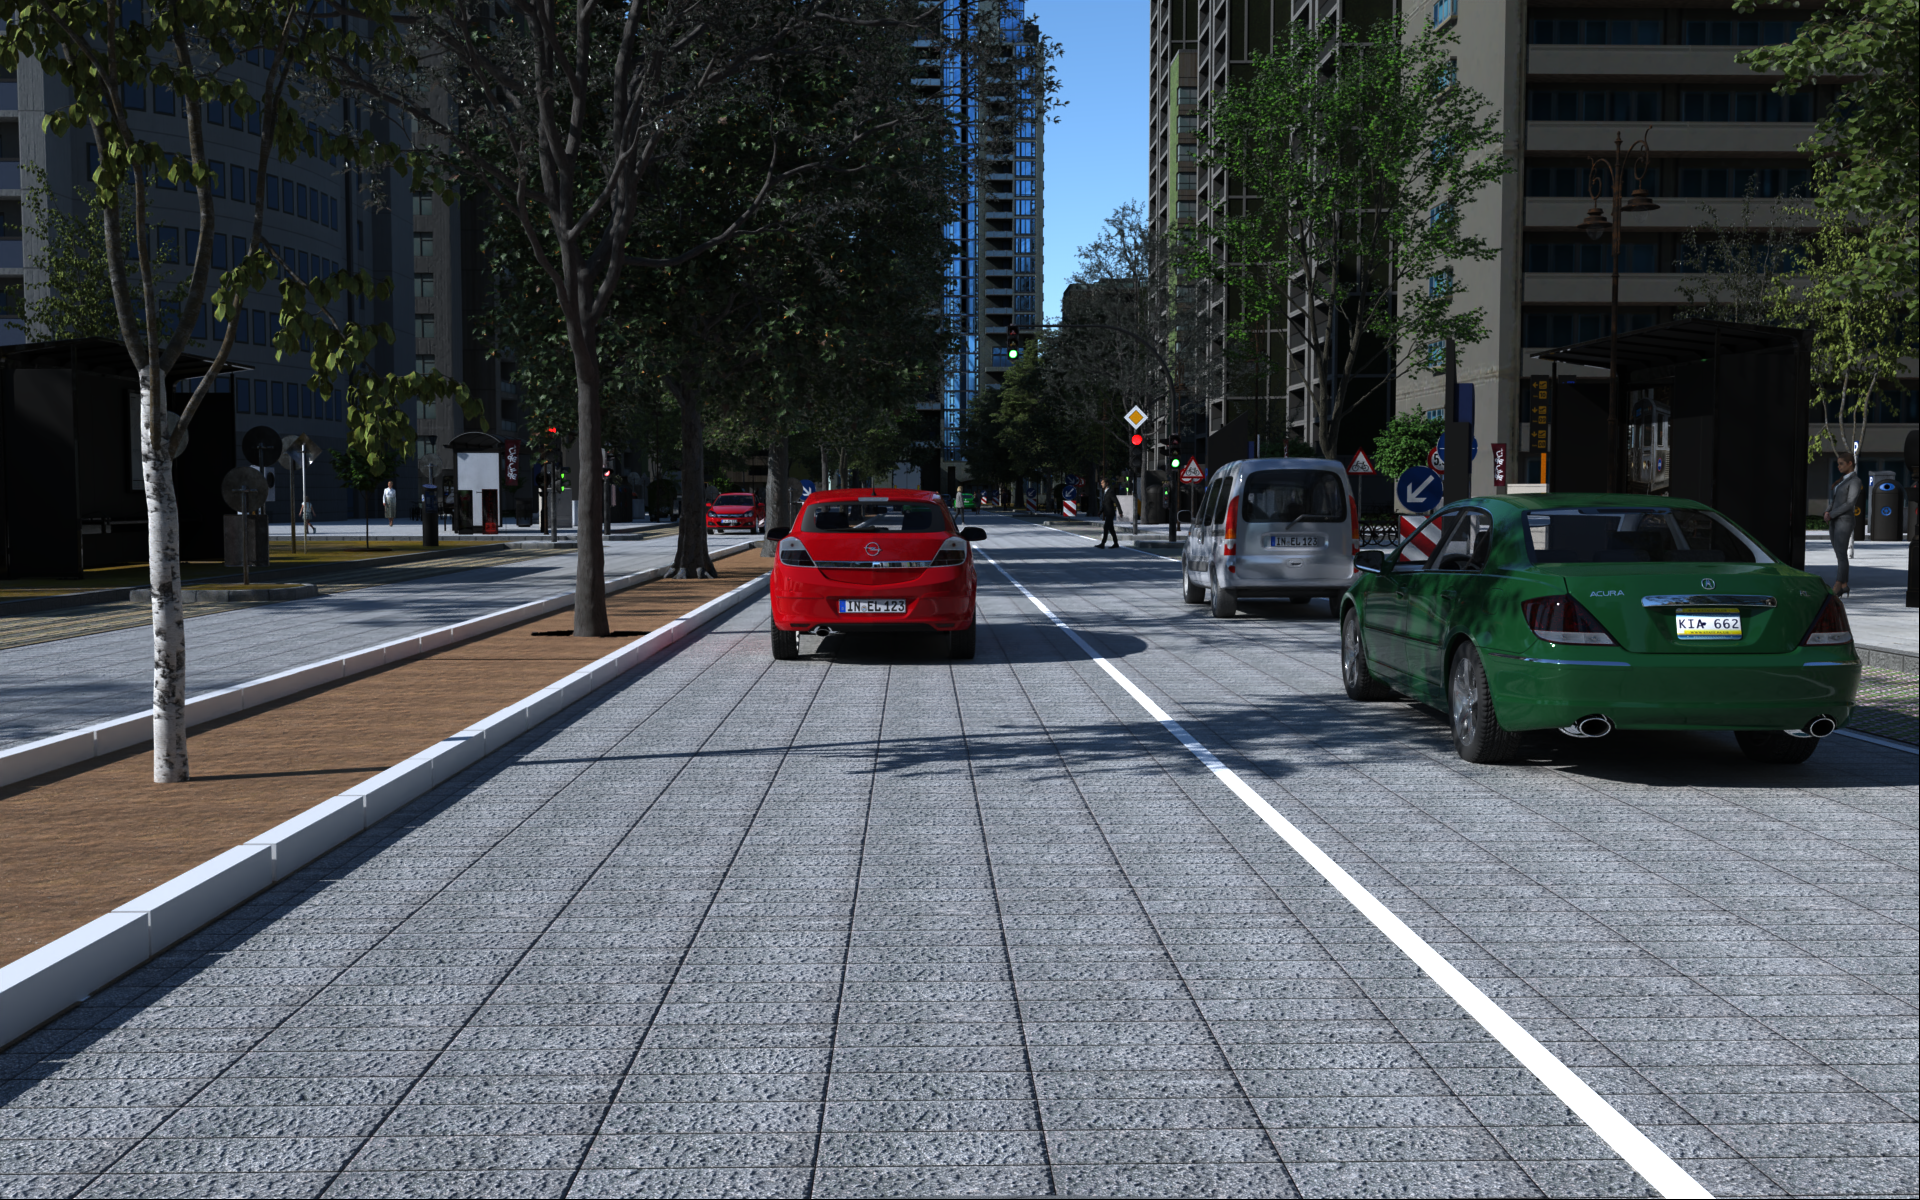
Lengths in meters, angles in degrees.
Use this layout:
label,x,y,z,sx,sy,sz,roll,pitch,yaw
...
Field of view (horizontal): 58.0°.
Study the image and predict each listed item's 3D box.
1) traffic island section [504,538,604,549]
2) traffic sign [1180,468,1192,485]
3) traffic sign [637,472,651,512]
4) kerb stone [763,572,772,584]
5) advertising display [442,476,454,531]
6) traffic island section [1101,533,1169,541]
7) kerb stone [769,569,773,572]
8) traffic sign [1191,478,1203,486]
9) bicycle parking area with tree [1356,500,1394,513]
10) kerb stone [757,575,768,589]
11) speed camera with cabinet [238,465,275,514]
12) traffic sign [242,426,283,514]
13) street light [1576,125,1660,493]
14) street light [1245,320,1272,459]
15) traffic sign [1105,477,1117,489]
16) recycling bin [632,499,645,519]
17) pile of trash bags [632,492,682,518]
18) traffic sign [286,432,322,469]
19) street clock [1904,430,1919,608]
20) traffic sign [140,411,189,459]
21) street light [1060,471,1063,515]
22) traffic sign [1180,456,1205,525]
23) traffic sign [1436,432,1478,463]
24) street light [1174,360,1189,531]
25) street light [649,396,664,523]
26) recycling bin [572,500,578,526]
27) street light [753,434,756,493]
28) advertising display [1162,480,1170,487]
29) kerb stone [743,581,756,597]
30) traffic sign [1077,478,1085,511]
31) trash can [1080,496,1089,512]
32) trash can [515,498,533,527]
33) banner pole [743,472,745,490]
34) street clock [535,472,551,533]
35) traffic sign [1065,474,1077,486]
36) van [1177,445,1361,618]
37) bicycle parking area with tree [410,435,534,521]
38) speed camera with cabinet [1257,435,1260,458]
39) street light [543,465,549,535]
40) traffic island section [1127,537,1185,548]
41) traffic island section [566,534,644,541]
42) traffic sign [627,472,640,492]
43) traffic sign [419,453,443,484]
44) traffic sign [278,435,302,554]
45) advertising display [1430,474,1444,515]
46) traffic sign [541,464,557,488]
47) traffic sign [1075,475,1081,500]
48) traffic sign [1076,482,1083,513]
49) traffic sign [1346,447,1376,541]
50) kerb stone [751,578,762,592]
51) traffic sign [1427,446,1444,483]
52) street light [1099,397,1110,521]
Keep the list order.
label,x,y,z,sx,sy,sz,roll,pitch,yaw
traffic island section,-10.883,-1.473,46.359,2.009,0.180,2.903,0,4,-1
traffic sign,10.910,-5.102,83.519,0.768,2.556,0.104,0,4,0
traffic sign,-18.443,-6.189,101.194,0.884,2.594,0.081,0,4,-1
kerb stone,-3.085,-0.312,27.341,0.120,0.150,1.000,0,4,-1
advertising display,-17.588,-3.386,60.569,0.974,1.923,0.123,-2,4,-31
traffic island section,5.557,-1.986,54.745,2.009,0.180,2.903,0,4,-1
kerb stone,-3.106,-0.372,28.363,0.120,0.150,1.000,0,4,-1
traffic sign,11.588,-5.217,85.407,0.768,2.556,0.104,0,4,5
bicycle parking area with tree,26.099,-6.848,98.964,9.016,4.147,8.231,0,4,4
kerb stone,-3.056,-0.249,26.312,0.120,0.150,1.000,0,4,-1
speed camera with cabinet,-22.635,-3.736,55.423,0.660,3.252,2.038,0,4,3
traffic sign,-13.008,-1.969,32.301,0.768,2.556,0.104,0,4,1
street light,8.388,-3.024,22.231,0.468,5.910,1.993,0,4,-1
street light,7.819,-4.459,45.695,0.468,5.910,1.993,0,4,-1
traffic sign,9.203,-6.481,106.068,0.768,2.556,0.104,0,4,4
recycling bin,-16.805,-4.709,89.545,0.722,1.027,0.722,3,5,40
pile of trash bags,-16.337,-5.127,93.578,3.447,1.369,1.912,0,4,4
traffic sign,-14.005,-2.278,36.985,0.795,2.593,0.064,0,4,1
street clock,10.856,-0.917,19.571,0.471,2.002,0.358,-3,5,-40
traffic sign,-12.112,-1.606,26.366,0.768,2.556,0.104,0,4,4
street light,6.245,-8.160,106.203,0.468,5.910,1.993,0,4,-1
traffic sign,7.860,-3.582,58.568,0.884,2.594,0.081,0,3,0
traffic sign,9.494,-2.022,33.159,0.768,2.556,0.104,0,4,6
street light,7.559,-5.316,59.708,0.468,5.910,1.993,0,4,-1
street light,-13.590,-6.423,77.799,0.468,5.910,1.993,0,4,-1
recycling bin,-15.197,-3.483,69.494,0.722,1.027,0.722,-1,4,-21
street light,-14.907,-9.297,124.792,0.468,5.910,1.993,0,4,-1
advertising display,9.596,-4.601,80.437,0.123,1.923,0.974,-1,4,-16
kerb stone,-3.005,-0.126,24.262,0.120,0.150,1.000,0,4,-1
traffic sign,9.022,-7.949,130.078,0.768,2.556,0.104,0,4,3
trash can,8.834,-6.772,122.372,0.748,1.137,0.748,0,3,0
trash can,-16.932,-3.403,67.285,0.748,1.137,0.748,0,3,0
banner pole,-15.350,-8.130,122.934,0.401,3.779,0.863,-1,4,-12
street clock,-13.858,-3.247,57.654,0.471,2.002,0.358,0,4,6
traffic sign,7.075,-6.745,110.383,0.768,2.556,0.104,1,4,8
van,3.763,-0.880,21.398,2.013,2.044,4.112,0,4,0
bicycle parking area with tree,-23.347,-6.041,85.779,8.231,4.147,9.016,-1,4,-9
speed camera with cabinet,10.042,-3.913,58.309,0.660,3.252,2.038,2,4,26
street light,-13.069,-5.001,54.548,0.468,5.910,1.993,0,4,-1
traffic island section,5.754,-1.497,46.762,2.009,0.180,2.903,0,4,-1
traffic island section,-11.079,-1.961,54.342,2.009,0.180,2.903,0,4,-1
traffic sign,-18.683,-6.059,99.166,0.768,2.556,0.104,0,4,6
traffic sign,-16.464,-3.290,53.893,0.768,2.556,0.104,0,4,6
traffic sign,-14.352,-2.271,37.236,0.768,2.556,0.104,1,4,8
advertising display,15.100,-2.980,53.931,0.974,1.923,0.123,-1,4,-17
traffic sign,-17.206,-4.434,72.599,0.768,2.556,0.104,0,4,3
traffic sign,7.601,-6.985,114.318,0.768,2.556,0.104,0,4,2
traffic sign,7.750,-7.037,115.062,0.884,2.594,0.081,0,4,3
traffic sign,10.978,-2.908,47.552,0.884,2.594,0.081,0,4,1
kerb stone,-3.030,-0.189,25.287,0.120,0.150,1.000,0,4,-1
traffic sign,12.530,-2.754,45.136,0.768,2.556,0.104,0,4,1
street light,6.901,-6.738,82.955,0.468,5.910,1.993,0,4,-1
